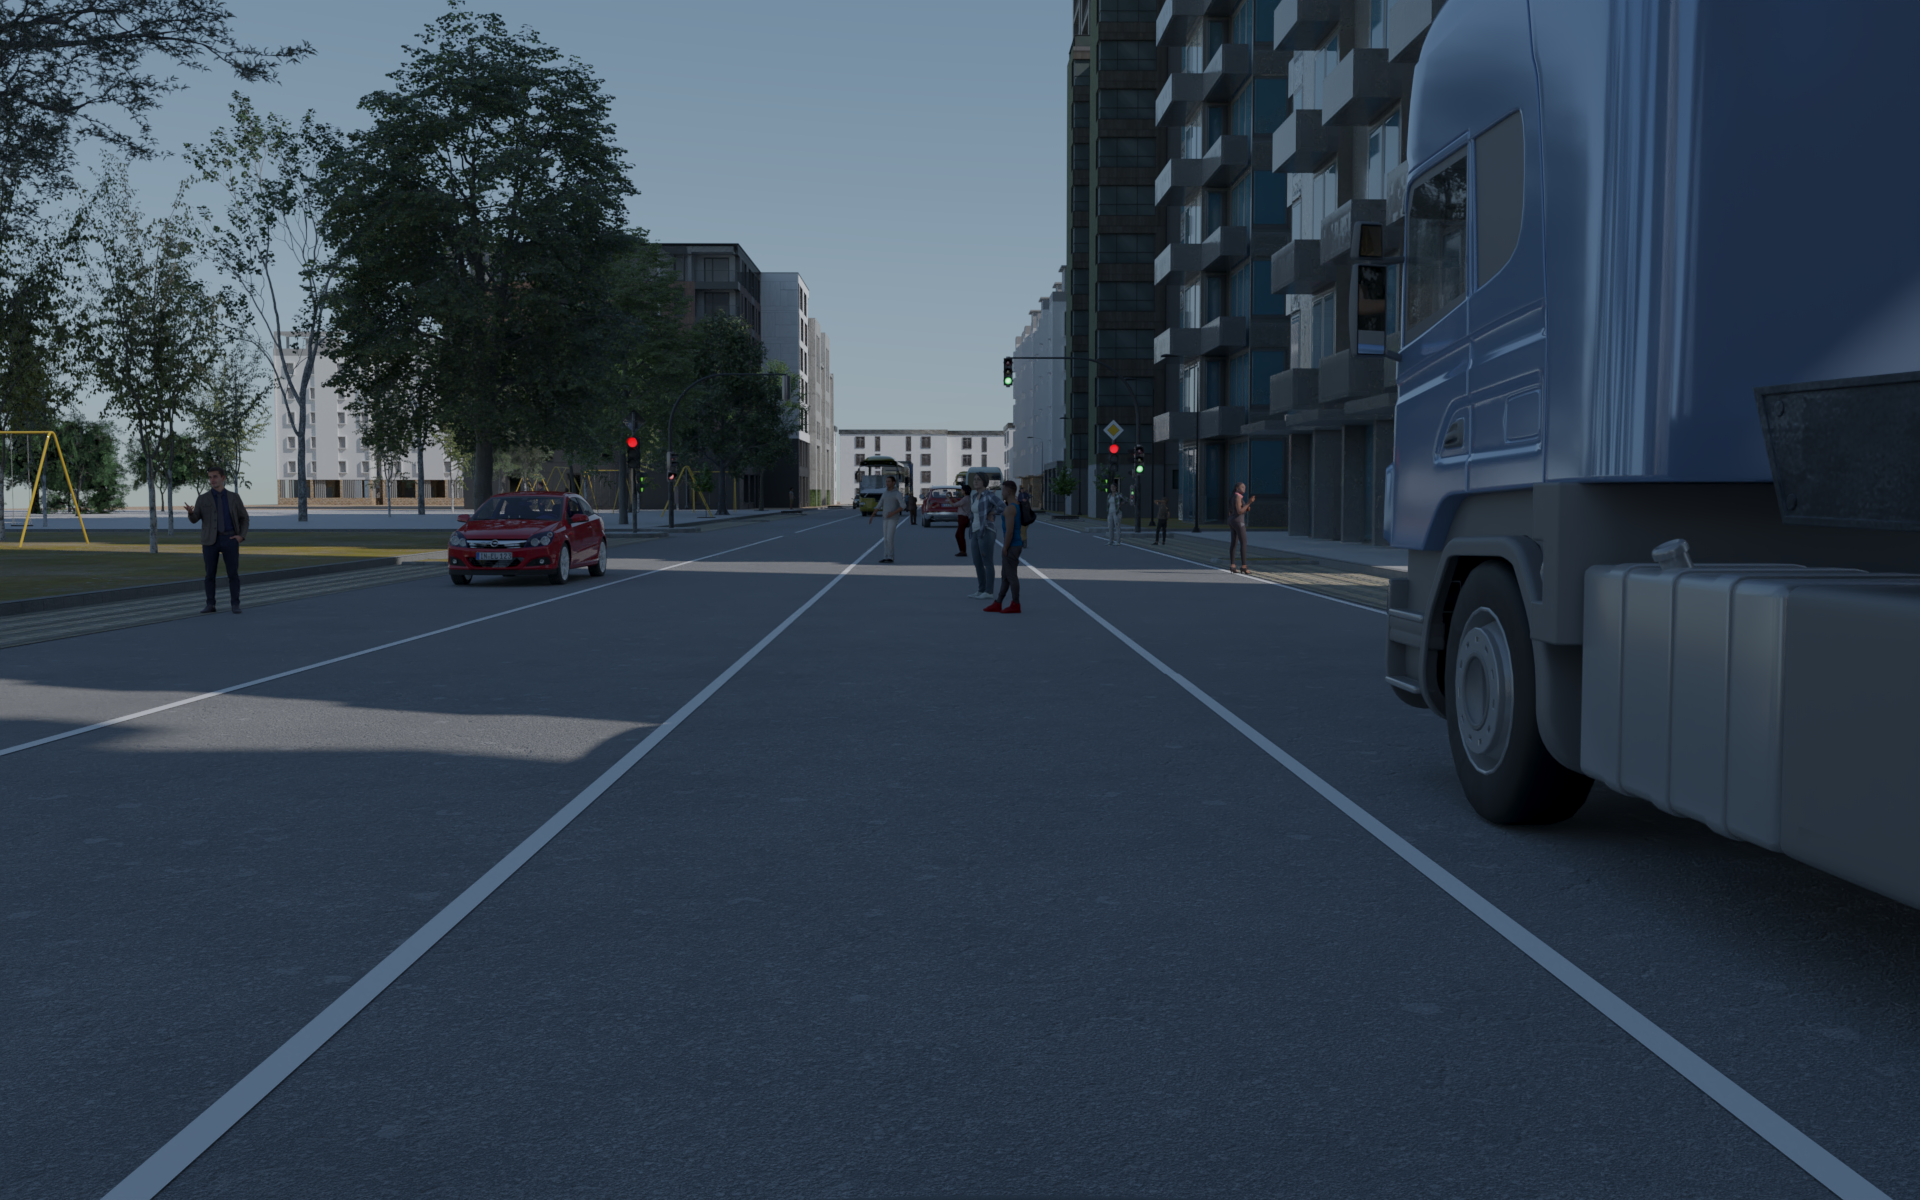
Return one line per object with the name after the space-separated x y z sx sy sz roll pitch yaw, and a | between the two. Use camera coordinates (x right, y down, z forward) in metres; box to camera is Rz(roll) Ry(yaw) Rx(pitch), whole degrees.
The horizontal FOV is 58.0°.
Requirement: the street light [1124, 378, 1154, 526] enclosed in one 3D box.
7.170 -5.917 69.278 1.470 5.913 1.316 0 4 -1 | street light

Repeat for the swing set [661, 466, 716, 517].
-15.307 -6.074 96.928 2.862 2.851 3.119 -1 4 -10 | swing set

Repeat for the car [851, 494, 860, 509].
-9.355 -9.507 165.226 2.009 1.686 4.222 0 4 -2 | car

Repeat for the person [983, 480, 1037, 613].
0.599 -0.644 20.894 0.662 1.594 0.647 0 4 5 | person

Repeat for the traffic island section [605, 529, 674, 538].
-10.791 -2.147 57.381 2.009 0.180 2.903 0 4 -1 | traffic island section

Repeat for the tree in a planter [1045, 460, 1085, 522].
5.450 -5.686 90.184 1.991 3.239 1.994 0 4 -1 | tree in a planter

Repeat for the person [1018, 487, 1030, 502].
3.094 -4.516 82.786 0.683 1.767 0.568 0 4 -1 | person

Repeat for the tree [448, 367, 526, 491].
-26.565 -8.888 95.683 4.360 8.622 3.978 0 3 0 | tree

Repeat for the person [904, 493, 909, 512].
-4.176 -7.677 136.234 0.429 1.552 0.499 -2 4 -28 | person

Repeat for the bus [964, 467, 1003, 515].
1.717 -7.902 124.064 2.948 3.499 13.247 0 4 0 | bus

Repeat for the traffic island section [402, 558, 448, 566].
-10.147 -0.771 35.472 1.991 0.108 1.994 0 4 -1 | traffic island section

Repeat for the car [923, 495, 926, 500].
-2.790 -9.752 171.446 2.014 1.417 4.499 0 4 -2 | car

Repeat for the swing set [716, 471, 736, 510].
-17.086 -7.460 119.585 3.119 2.851 2.862 -1 4 -10 | swing set

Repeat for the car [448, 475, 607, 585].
-7.113 -1.203 28.708 2.155 1.783 4.494 0 4 1 | car

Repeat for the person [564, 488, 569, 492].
-16.983 -4.056 74.570 0.499 1.552 0.429 2 4 28 | person

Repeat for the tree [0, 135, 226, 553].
-17.480 -5.307 37.126 4.360 8.622 3.978 0 3 0 | tree

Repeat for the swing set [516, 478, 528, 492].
-34.059 -8.570 137.745 2.862 2.851 3.119 1 4 11 | swing set

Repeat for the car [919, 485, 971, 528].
-0.630 -4.096 75.642 2.281 1.827 5.304 0 4 -3 | car

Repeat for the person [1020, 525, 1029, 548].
1.656 -1.807 45.967 0.347 0.859 0.695 0 4 6 | person

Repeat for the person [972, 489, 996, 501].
0.751 -2.776 54.695 0.742 1.727 0.445 -1 4 -12 | person

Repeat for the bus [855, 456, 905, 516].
-5.139 -7.533 114.703 2.896 3.916 12.252 0 4 0 | bus

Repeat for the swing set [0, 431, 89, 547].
-24.150 -2.797 43.350 3.119 2.851 2.862 0 4 5 | swing set

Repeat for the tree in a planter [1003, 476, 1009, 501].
4.298 -10.433 167.800 1.991 3.239 1.994 0 4 -1 | tree in a planter

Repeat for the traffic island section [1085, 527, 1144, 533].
5.812 -2.650 65.606 2.009 0.180 2.903 0 4 -1 | traffic island section

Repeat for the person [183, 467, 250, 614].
-8.853 -0.710 20.632 0.617 1.759 0.750 -1 4 -10 | person

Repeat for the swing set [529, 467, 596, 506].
-22.906 -6.253 99.858 2.862 2.851 3.119 0 4 0 | swing set

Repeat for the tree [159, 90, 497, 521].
-31.584 -13.820 81.853 12.611 20.169 13.585 0 3 0 | tree

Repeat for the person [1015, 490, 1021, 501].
2.813 -4.542 84.221 0.517 1.644 0.566 -2 4 -28 | person

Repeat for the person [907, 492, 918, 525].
-2.215 -4.275 80.667 0.482 1.546 0.388 1 4 11 | person

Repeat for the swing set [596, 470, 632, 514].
-23.049 -7.057 113.007 3.119 2.851 2.862 1 4 20 | swing set

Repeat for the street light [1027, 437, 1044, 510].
6.119 -10.259 140.274 1.470 5.913 1.316 0 4 -1 | street light

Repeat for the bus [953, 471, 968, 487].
0.760 -11.932 186.633 2.896 3.916 12.252 0 4 -1 | bus

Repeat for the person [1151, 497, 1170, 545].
5.640 -2.216 48.641 0.435 1.345 0.340 -2 4 -27 | person

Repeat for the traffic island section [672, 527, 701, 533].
-10.908 -2.635 65.365 2.009 0.180 2.903 0 4 -1 | traffic island section

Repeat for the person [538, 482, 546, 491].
-16.514 -3.736 67.649 0.750 1.759 0.617 -1 4 -16 | person

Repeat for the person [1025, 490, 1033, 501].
4.748 -7.002 123.709 0.841 1.734 0.376 2 4 24 | person

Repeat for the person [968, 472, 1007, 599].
0.337 -0.885 23.691 0.376 1.734 0.841 -1 4 -20 | person

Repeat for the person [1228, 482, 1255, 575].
5.048 -1.285 30.980 0.593 1.643 0.415 3 4 38 | person

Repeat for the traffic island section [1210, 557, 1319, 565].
6.242 -0.798 35.915 1.991 0.108 1.994 0 4 -1 | traffic island section

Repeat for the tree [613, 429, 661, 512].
-23.463 -10.755 126.209 4.737 8.622 4.395 0 3 0 | tree

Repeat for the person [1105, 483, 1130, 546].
4.305 -2.373 48.026 0.376 1.734 0.841 -3 4 -37 | person

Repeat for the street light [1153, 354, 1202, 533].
7.340 -5.197 57.515 1.470 5.913 1.316 0 4 -1 | street light

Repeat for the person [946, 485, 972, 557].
-0.021 -1.818 39.680 0.517 1.644 0.566 -2 4 -35 | person

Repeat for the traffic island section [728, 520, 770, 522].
-10.941 -4.107 90.018 1.991 0.108 1.994 0 4 -1 | traffic island section

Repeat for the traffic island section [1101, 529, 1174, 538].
5.929 -2.162 57.621 2.009 0.180 2.903 0 4 -1 | traffic island section

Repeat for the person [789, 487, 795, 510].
-13.871 -8.375 142.974 0.705 1.824 1.348 1 4 10 | person

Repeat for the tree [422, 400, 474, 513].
-34.664 -10.309 118.909 4.737 8.622 4.395 0 3 0 | tree

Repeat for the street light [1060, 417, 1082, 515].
6.701 -8.078 104.618 1.470 5.913 1.316 0 4 -1 | street light

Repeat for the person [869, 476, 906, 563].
-1.519 -1.669 35.929 0.875 1.805 0.789 3 5 41 | person
